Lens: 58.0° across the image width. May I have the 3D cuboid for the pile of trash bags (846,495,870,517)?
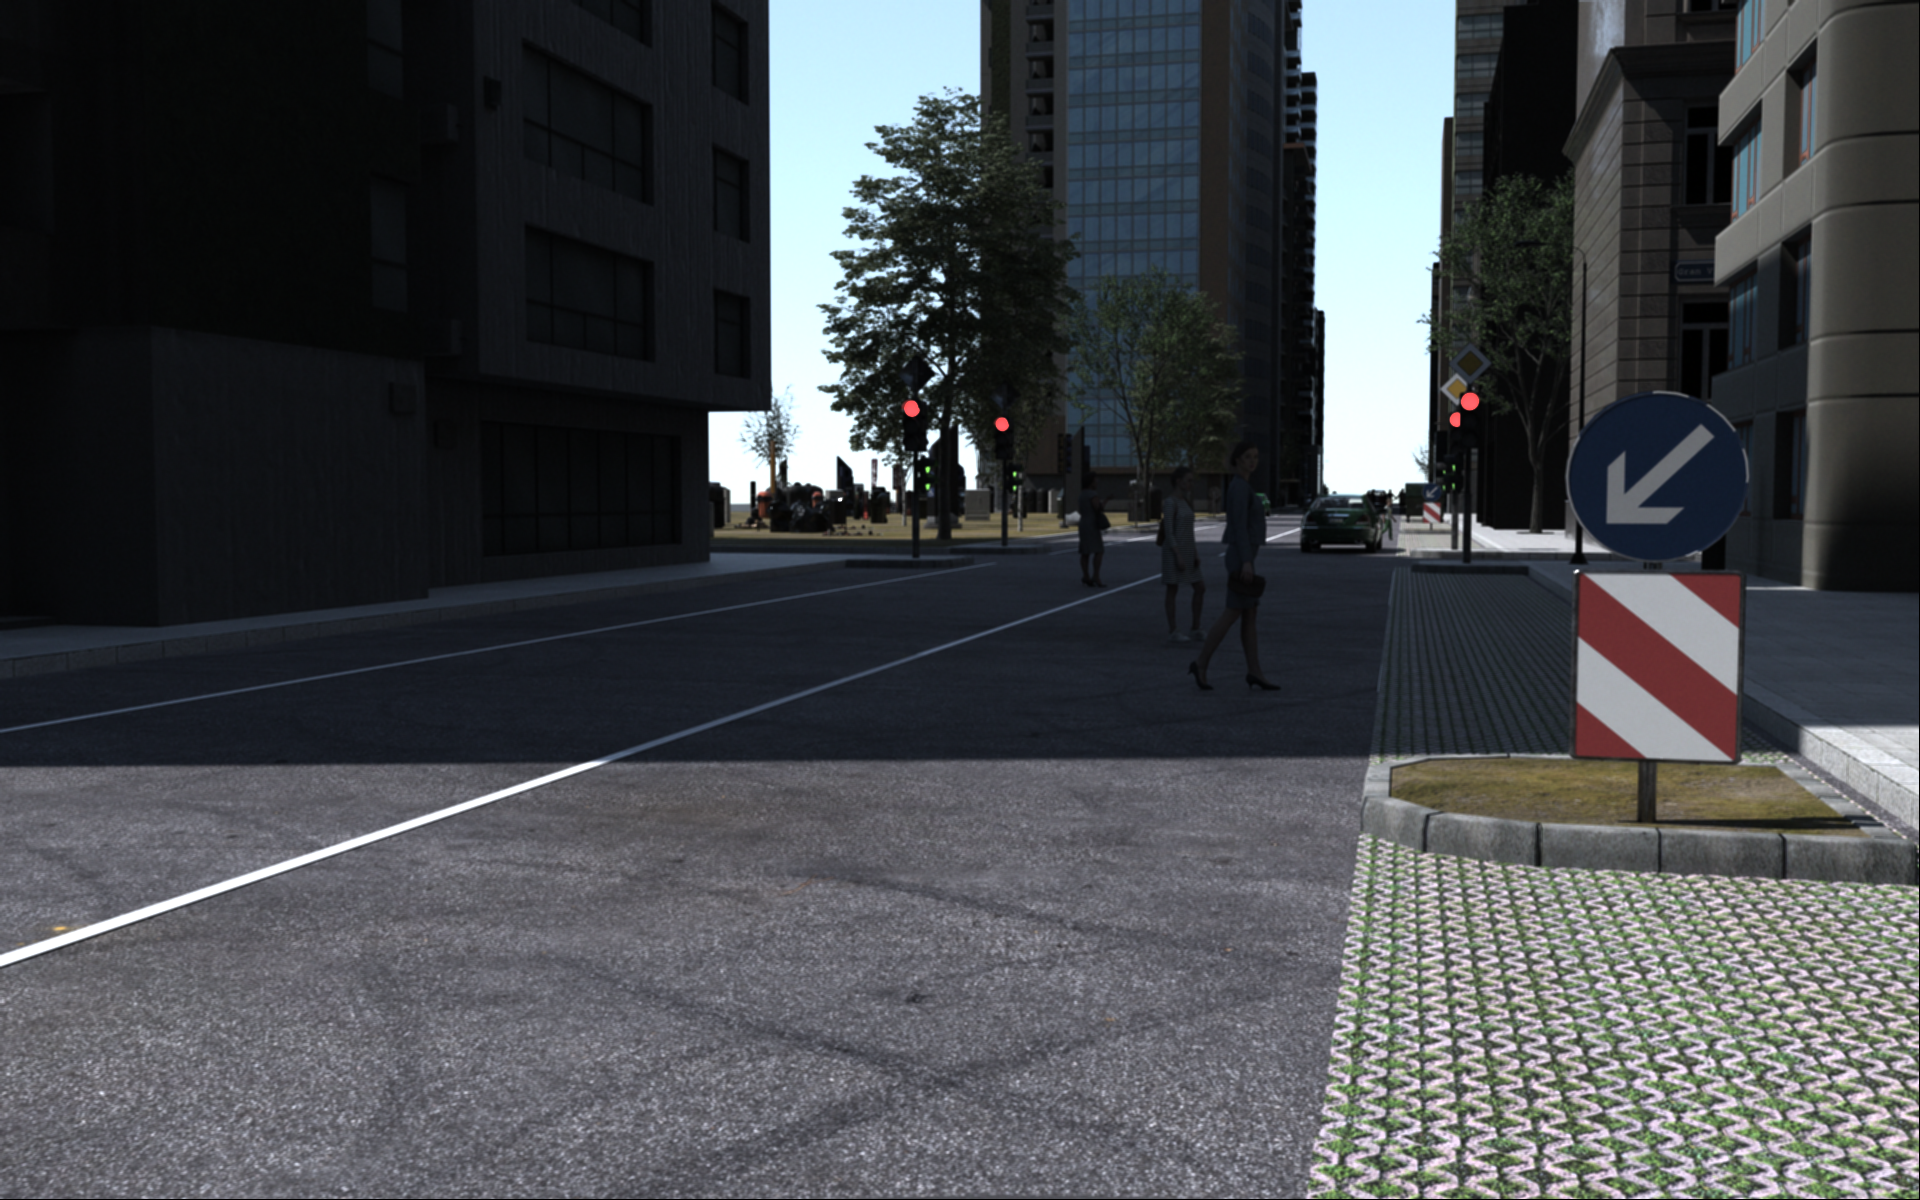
[{"bbox_3d":[-6.045,-5.431,98.549,1.912,1.369,3.447,-2,4,-33],"label":"pile of trash bags"}]

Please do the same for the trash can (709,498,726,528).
[{"bbox_3d":[-9.149,-3.268,65.078,0.748,1.137,0.748,0,3,0],"label":"trash can"}]

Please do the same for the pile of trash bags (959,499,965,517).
[{"bbox_3d":[0.024,-5.898,106.176,1.912,1.369,3.447,-2,4,-24],"label":"pile of trash bags"}]

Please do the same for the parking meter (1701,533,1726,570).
[{"bbox_3d":[11.841,-1.313,27.180,0.255,1.863,0.399,3,5,42],"label":"parking meter"}]

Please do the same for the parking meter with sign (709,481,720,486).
[{"bbox_3d":[-14.890,-6.660,105.151,0.543,3.016,1.738,2,4,35],"label":"parking meter with sign"}]

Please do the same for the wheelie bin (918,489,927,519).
[{"bbox_3d":[-1.937,-4.988,89.458,0.980,1.594,0.693,0,4,1],"label":"wheelie bin"}]

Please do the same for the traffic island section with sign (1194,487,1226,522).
[{"bbox_3d":[13.259,-4.979,90.040,1.989,1.847,2.006,1,4,14],"label":"traffic island section with sign"}]

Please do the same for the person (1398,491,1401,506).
[{"bbox_3d":[53.137,-12.250,208.796,0.705,1.822,1.348,-1,4,-17],"label":"person"}]

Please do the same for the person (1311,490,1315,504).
[{"bbox_3d":[31.656,-8.912,154.741,0.617,1.759,0.750,-2,4,-31],"label":"person"}]

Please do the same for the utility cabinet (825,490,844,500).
[{"bbox_3d":[-6.469,-4.949,89.597,0.318,1.500,1.173,2,4,34],"label":"utility cabinet"}]

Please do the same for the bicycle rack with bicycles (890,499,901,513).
[{"bbox_3d":[-4.141,-6.280,116.065,2.925,0.926,2.852,-1,4,-17],"label":"bicycle rack with bicycles"}]

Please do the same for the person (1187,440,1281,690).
[{"bbox_3d":[2.020,-0.254,12.681,0.654,1.822,0.581,2,4,23],"label":"person"}]

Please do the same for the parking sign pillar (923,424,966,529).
[{"bbox_3d":[-0.639,-4.635,64.254,1.447,3.967,1.447,3,5,42],"label":"parking sign pillar"}]

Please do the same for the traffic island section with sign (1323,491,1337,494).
[{"bbox_3d":[46.269,-12.846,218.660,1.989,1.847,2.006,1,4,14],"label":"traffic island section with sign"}]

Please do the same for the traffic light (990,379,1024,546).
[{"bbox_3d":[1.114,-3.275,42.475,0.839,4.253,0.868,1,4,14],"label":"traffic light"}]

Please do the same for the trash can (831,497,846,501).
[{"bbox_3d":[-5.947,-4.469,84.714,0.748,1.137,0.748,0,3,0],"label":"trash can"}]

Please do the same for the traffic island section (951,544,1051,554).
[{"bbox_3d":[1.077,-1.244,42.619,2.009,0.180,2.903,1,4,14],"label":"traffic island section"}]

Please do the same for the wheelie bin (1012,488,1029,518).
[{"bbox_3d":[3.251,-5.150,92.107,0.693,1.594,0.980,3,5,39],"label":"wheelie bin"}]

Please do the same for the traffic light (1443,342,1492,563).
[{"bbox_3d":[9.412,-2.643,32.127,0.839,4.253,0.868,1,4,14],"label":"traffic light"}]

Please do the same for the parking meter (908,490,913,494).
[{"bbox_3d":[-2.933,-5.794,103.149,0.372,1.533,0.369,0,3,0],"label":"parking meter"}]

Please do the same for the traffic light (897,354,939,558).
[{"bbox_3d":[-0.872,-2.802,34.740,0.839,4.253,0.868,1,4,14],"label":"traffic light"}]

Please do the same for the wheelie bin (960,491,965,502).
[{"bbox_3d":[0.377,-6.371,112.072,0.693,1.594,0.980,0,4,2],"label":"wheelie bin"}]

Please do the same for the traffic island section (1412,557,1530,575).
[{"bbox_3d":[9.448,-0.609,32.231,2.009,0.180,2.903,1,4,14],"label":"traffic island section"}]

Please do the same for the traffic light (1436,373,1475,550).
[{"bbox_3d":[11.397,-3.116,39.862,0.839,4.253,0.868,1,4,14],"label":"traffic light"}]

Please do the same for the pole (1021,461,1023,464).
[{"bbox_3d":[3.823,-6.849,105.824,0.158,3.312,0.155,0,3,0],"label":"pole"}]

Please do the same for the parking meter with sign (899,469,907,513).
[{"bbox_3d":[-4.088,-7.553,119.747,0.543,3.016,1.738,-1,4,-12],"label":"parking meter with sign"}]

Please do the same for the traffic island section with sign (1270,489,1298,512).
[{"bbox_3d":[25.877,-7.988,139.229,1.989,1.847,2.006,1,4,14],"label":"traffic island section with sign"}]

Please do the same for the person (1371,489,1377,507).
[{"bbox_3d":[32.049,-7.684,134.138,0.705,1.822,1.348,2,4,30],"label":"person"}]

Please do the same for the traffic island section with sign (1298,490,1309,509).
[{"bbox_3d":[32.666,-9.605,165.662,1.989,1.847,2.006,1,4,14],"label":"traffic island section with sign"}]

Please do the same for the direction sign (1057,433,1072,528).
[{"bbox_3d":[3.921,-4.467,65.035,0.379,3.537,0.876,3,4,38],"label":"direction sign"}]

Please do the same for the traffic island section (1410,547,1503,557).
[{"bbox_3d":[11.433,-1.082,39.967,2.009,0.180,2.903,1,4,14],"label":"traffic island section"}]

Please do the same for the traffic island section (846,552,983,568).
[{"bbox_3d":[-0.908,-0.771,34.884,2.009,0.180,2.903,1,4,14],"label":"traffic island section"}]

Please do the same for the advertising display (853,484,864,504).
[{"bbox_3d":[-6.302,-6.245,107.312,0.123,1.923,0.974,2,4,35],"label":"advertising display"}]

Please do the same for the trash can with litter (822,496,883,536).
[{"bbox_3d":[-3.374,-2.606,53.667,2.233,1.210,1.678,-1,4,-22],"label":"trash can with litter"}]

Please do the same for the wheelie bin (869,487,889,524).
[{"bbox_3d":[-3.539,-4.134,75.492,0.980,1.594,0.693,1,4,22],"label":"wheelie bin"}]

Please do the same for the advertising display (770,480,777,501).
[{"bbox_3d":[-8.663,-4.612,80.612,0.123,1.923,0.974,0,4,5],"label":"advertising display"}]

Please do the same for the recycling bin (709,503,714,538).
[{"bbox_3d":[-7.690,-2.366,51.237,0.722,1.027,0.722,-1,4,-17],"label":"recycling bin"}]

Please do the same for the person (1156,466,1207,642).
[{"bbox_3d":[2.142,-0.448,16.831,0.522,1.701,0.512,2,4,34],"label":"person"}]

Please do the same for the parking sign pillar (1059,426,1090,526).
[{"bbox_3d":[4.708,-4.965,69.657,1.447,3.967,1.447,-2,4,-28],"label":"parking sign pillar"}]

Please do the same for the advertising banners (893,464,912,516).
[{"bbox_3d":[-2.994,-6.440,101.489,0.090,3.025,2.074,3,5,43],"label":"advertising banners"}]

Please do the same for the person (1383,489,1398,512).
[{"bbox_3d":[34.427,-7.948,138.590,1.348,1.807,0.705,3,5,42],"label":"person"}]

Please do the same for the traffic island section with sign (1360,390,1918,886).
[{"bbox_3d":[2.763,0.072,7.445,1.989,1.847,2.006,1,4,14],"label":"traffic island section with sign"}]

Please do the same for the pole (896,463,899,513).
[{"bbox_3d":[-4.126,-7.376,114.434,0.158,3.312,0.155,0,3,0],"label":"pole"}]

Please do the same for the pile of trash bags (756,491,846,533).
[{"bbox_3d":[-5.796,-2.995,58.722,1.912,1.369,3.447,-3,5,-44],"label":"pile of trash bags"}]

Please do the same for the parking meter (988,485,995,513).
[{"bbox_3d":[2.080,-6.724,115.653,0.399,1.863,0.255,-2,4,-24],"label":"parking meter"}]

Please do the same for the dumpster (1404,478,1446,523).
[{"bbox_3d":[23.062,-4.951,85.894,1.985,2.255,1.502,1,4,15],"label":"dumpster"}]

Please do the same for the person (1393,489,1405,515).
[{"bbox_3d":[30.431,-6.758,119.126,1.348,1.807,0.705,-1,4,-11],"label":"person"}]

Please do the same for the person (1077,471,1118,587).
[{"bbox_3d":[2.138,-1.096,26.785,0.532,1.782,0.716,-2,4,-24],"label":"person"}]

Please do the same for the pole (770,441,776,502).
[{"bbox_3d":[-7.160,-4.436,66.364,0.158,3.312,0.155,0,3,0],"label":"pole"}]

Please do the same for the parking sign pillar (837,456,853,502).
[{"bbox_3d":[-8.078,-8.159,121.877,1.447,3.967,1.447,3,4,39],"label":"parking sign pillar"}]

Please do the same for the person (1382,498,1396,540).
[{"bbox_3d":[13.262,-2.514,53.845,0.590,1.304,0.306,2,4,27],"label":"person"}]

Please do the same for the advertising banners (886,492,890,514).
[{"bbox_3d":[-4.680,-7.001,110.655,2.074,3.025,0.090,-3,5,-43],"label":"advertising banners"}]

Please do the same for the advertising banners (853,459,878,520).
[{"bbox_3d":[-4.693,-5.502,86.144,0.090,3.025,2.074,-3,4,-38],"label":"advertising banners"}]

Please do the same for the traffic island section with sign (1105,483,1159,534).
[{"bbox_3d":[6.468,-3.361,63.587,1.989,1.847,2.006,1,4,14],"label":"traffic island section with sign"}]

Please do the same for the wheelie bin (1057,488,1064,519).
[{"bbox_3d":[5.394,-4.971,89.179,0.693,1.594,0.980,-1,4,-22],"label":"wheelie bin"}]
